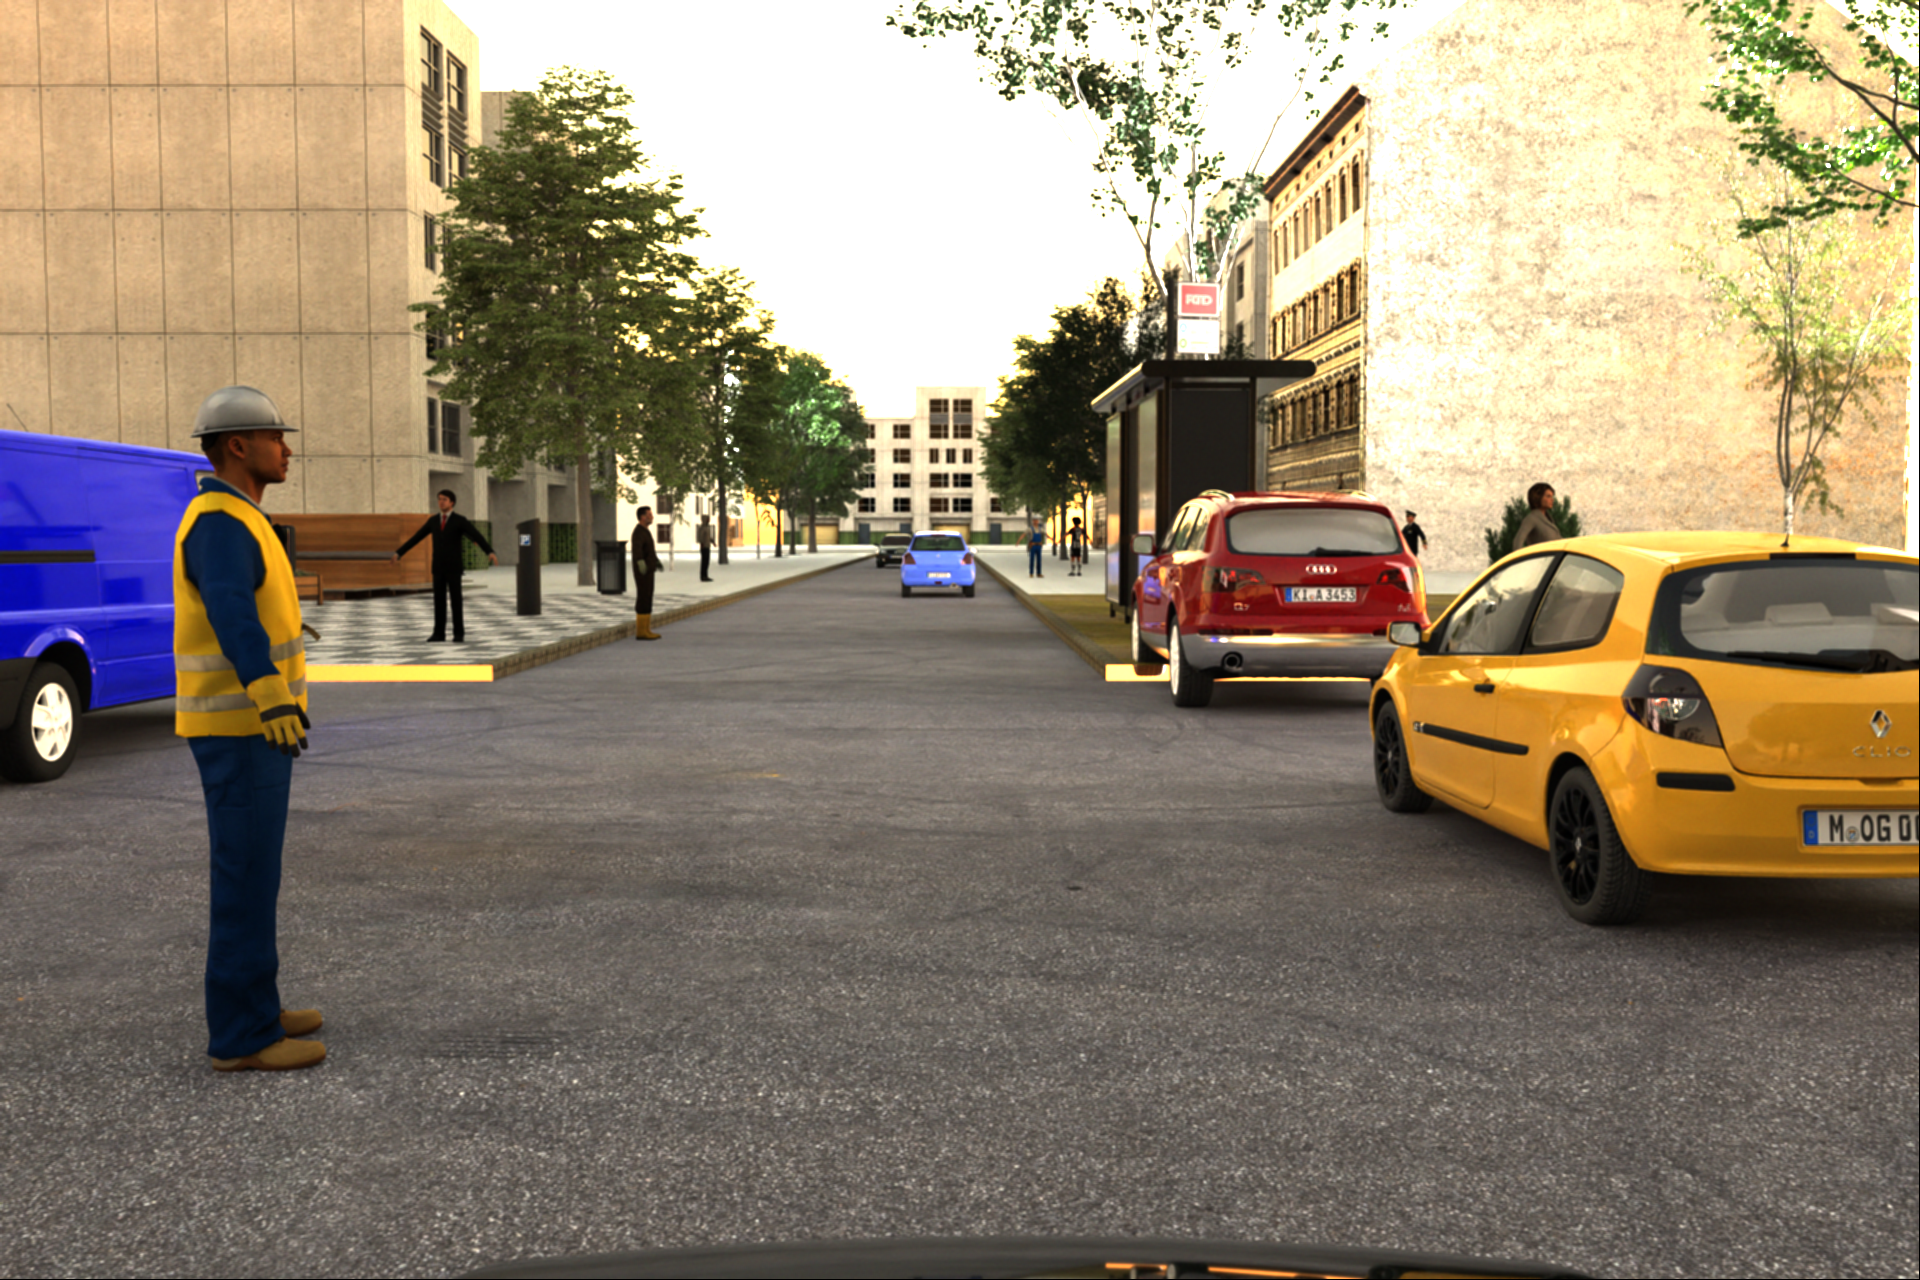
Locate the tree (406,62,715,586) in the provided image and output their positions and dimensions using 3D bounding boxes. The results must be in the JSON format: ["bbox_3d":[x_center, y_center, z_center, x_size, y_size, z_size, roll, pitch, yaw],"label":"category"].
[{"bbox_3d":[-9.673,-7.610,42.548,7.486,12.596,7.792,0,3,0],"label":"tree"}]

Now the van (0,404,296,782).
[{"bbox_3d":[-6.193,-0.444,11.649,2.240,2.365,5.245,0,4,-1],"label":"van"}]

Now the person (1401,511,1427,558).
[{"bbox_3d":[10.690,-2.157,41.196,0.705,1.837,1.347,-2,4,-25],"label":"person"}]

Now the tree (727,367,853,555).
[{"bbox_3d":[-10.380,-11.022,105.958,9.928,11.665,9.643,0,3,0],"label":"tree"}]

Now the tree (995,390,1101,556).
[{"bbox_3d":[5.363,-10.280,102.482,8.767,10.594,7.601,3,5,43],"label":"tree"}]

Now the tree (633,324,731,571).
[{"bbox_3d":[-10.236,-6.697,59.863,4.360,8.622,3.978,0,3,0],"label":"tree"}]

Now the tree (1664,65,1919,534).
[{"bbox_3d":[13.236,-4.752,28.055,4.360,8.622,3.978,0,3,0],"label":"tree"}]

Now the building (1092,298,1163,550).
[{"bbox_3d":[20.787,-18.873,139.495,19.493,23.208,18.063,0,4,-1],"label":"building"}]

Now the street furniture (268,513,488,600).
[{"bbox_3d":[-15.062,-1.882,37.633,11.010,1.723,9.812,0,4,3],"label":"street furniture"}]

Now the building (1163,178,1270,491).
[{"bbox_3d":[21.528,-13.973,94.919,16.747,18.905,31.486,0,4,-1],"label":"building"}]

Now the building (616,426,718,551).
[{"bbox_3d":[-24.961,-12.522,146.881,9.099,9.664,28.070,0,4,0],"label":"building"}]

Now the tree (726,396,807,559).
[{"bbox_3d":[-10.102,-8.455,88.598,4.737,8.622,4.395,0,3,0],"label":"tree"}]

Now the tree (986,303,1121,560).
[{"bbox_3d":[5.152,-10.214,85.128,7.486,12.596,7.792,0,3,0],"label":"tree"}]

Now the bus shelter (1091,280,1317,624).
[{"bbox_3d":[3.144,-2.905,25.131,2.179,5.291,8.768,0,4,-1],"label":"bus shelter"}]

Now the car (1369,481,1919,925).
[{"bbox_3d":[3.073,0.149,7.791,2.015,1.641,3.980,0,4,-1],"label":"car"}]

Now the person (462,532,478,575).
[{"bbox_3d":[-15.661,-2.918,53.934,1.346,1.802,0.704,1,4,18],"label":"person"}]

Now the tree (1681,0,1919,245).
[{"bbox_3d":[9.282,-5.439,14.682,9.928,11.665,9.643,0,3,0],"label":"tree"}]

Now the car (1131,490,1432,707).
[{"bbox_3d":[2.774,-0.441,15.892,2.281,1.827,5.304,0,4,0],"label":"car"}]

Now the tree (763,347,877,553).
[{"bbox_3d":[-9.985,-12.894,117.475,9.857,13.997,8.962,0,3,0],"label":"tree"}]

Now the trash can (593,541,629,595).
[{"bbox_3d":[-7.389,-1.533,36.715,0.748,1.137,0.748,0,3,0],"label":"trash can"}]

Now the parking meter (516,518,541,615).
[{"bbox_3d":[-6.851,-1.167,27.486,0.372,1.533,0.369,0,3,0],"label":"parking meter"}]

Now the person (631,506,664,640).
[{"bbox_3d":[-4.256,-0.914,23.545,0.704,1.812,1.346,0,4,0],"label":"person"}]

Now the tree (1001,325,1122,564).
[{"bbox_3d":[5.584,-8.564,74.428,8.767,10.594,7.601,2,4,32],"label":"tree"}]

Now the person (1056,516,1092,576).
[{"bbox_3d":[3.555,-2.887,53.341,1.345,1.843,0.704,-2,4,-30],"label":"person"}]

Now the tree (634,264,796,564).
[{"bbox_3d":[-10.363,-9.487,73.247,7.486,12.596,7.792,0,3,0],"label":"tree"}]

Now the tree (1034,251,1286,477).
[{"bbox_3d":[6.383,-7.456,56.325,8.767,10.594,7.601,1,4,11],"label":"tree"}]

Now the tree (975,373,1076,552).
[{"bbox_3d":[4.516,-12.480,122.182,7.486,12.596,7.792,0,3,0],"label":"tree"}]

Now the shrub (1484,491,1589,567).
[{"bbox_3d":[9.306,-1.457,27.870,1.661,2.075,1.752,0,3,0],"label":"shrub"}]

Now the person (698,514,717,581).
[{"bbox_3d":[-6.889,-2.501,47.024,0.705,1.813,1.348,0,4,8],"label":"person"}]

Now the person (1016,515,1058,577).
[{"bbox_3d":[2.252,-2.783,51.360,1.347,1.847,0.705,-1,4,-20],"label":"person"}]

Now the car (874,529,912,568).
[{"bbox_3d":[-2.698,-3.971,74.710,2.009,1.686,4.222,0,4,0],"label":"car"}]

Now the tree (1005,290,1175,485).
[{"bbox_3d":[5.838,-7.962,64.589,8.767,10.594,7.601,0,4,4],"label":"tree"}]

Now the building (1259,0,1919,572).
[{"bbox_3d":[22.809,-14.445,67.101,19.493,23.208,18.063,0,4,0],"label":"building"}]

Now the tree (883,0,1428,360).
[{"bbox_3d":[4.443,-11.406,42.376,12.611,20.169,13.585,0,3,0],"label":"tree"}]

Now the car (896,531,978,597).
[{"bbox_3d":[-0.533,-1.889,40.477,1.945,1.707,3.694,0,4,-2],"label":"car"}]

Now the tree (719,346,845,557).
[{"bbox_3d":[-9.861,-10.354,95.049,9.928,11.665,9.643,0,3,0],"label":"tree"}]

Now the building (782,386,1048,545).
[{"bbox_3d":[-5.413,-21.072,213.437,31.486,18.905,16.747,0,4,-1],"label":"building"}]

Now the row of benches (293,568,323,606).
[{"bbox_3d":[-12.446,-0.857,29.480,1.422,0.672,4.104,1,4,23],"label":"row of benches"}]

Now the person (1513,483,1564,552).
[{"bbox_3d":[5.278,-0.536,15.521,1.215,1.744,0.721,-3,5,-43],"label":"person"}]

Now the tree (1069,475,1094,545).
[{"bbox_3d":[16.032,-17.317,208.882,9.928,11.665,9.643,0,3,0],"label":"tree"}]

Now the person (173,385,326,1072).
[{"bbox_3d":[-1.924,0.225,4.745,0.705,1.833,1.349,-1,4,-22],"label":"person"}]

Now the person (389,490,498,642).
[{"bbox_3d":[-6.110,-0.881,20.596,1.347,1.806,0.705,0,4,8],"label":"person"}]

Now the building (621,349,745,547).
[{"bbox_3d":[-28.287,-19.536,175.828,16.016,20.090,11.380,0,4,-1],"label":"building"}]

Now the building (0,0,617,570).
[{"bbox_3d":[-25.407,-12.419,69.502,16.747,18.905,31.486,0,4,0],"label":"building"}]
